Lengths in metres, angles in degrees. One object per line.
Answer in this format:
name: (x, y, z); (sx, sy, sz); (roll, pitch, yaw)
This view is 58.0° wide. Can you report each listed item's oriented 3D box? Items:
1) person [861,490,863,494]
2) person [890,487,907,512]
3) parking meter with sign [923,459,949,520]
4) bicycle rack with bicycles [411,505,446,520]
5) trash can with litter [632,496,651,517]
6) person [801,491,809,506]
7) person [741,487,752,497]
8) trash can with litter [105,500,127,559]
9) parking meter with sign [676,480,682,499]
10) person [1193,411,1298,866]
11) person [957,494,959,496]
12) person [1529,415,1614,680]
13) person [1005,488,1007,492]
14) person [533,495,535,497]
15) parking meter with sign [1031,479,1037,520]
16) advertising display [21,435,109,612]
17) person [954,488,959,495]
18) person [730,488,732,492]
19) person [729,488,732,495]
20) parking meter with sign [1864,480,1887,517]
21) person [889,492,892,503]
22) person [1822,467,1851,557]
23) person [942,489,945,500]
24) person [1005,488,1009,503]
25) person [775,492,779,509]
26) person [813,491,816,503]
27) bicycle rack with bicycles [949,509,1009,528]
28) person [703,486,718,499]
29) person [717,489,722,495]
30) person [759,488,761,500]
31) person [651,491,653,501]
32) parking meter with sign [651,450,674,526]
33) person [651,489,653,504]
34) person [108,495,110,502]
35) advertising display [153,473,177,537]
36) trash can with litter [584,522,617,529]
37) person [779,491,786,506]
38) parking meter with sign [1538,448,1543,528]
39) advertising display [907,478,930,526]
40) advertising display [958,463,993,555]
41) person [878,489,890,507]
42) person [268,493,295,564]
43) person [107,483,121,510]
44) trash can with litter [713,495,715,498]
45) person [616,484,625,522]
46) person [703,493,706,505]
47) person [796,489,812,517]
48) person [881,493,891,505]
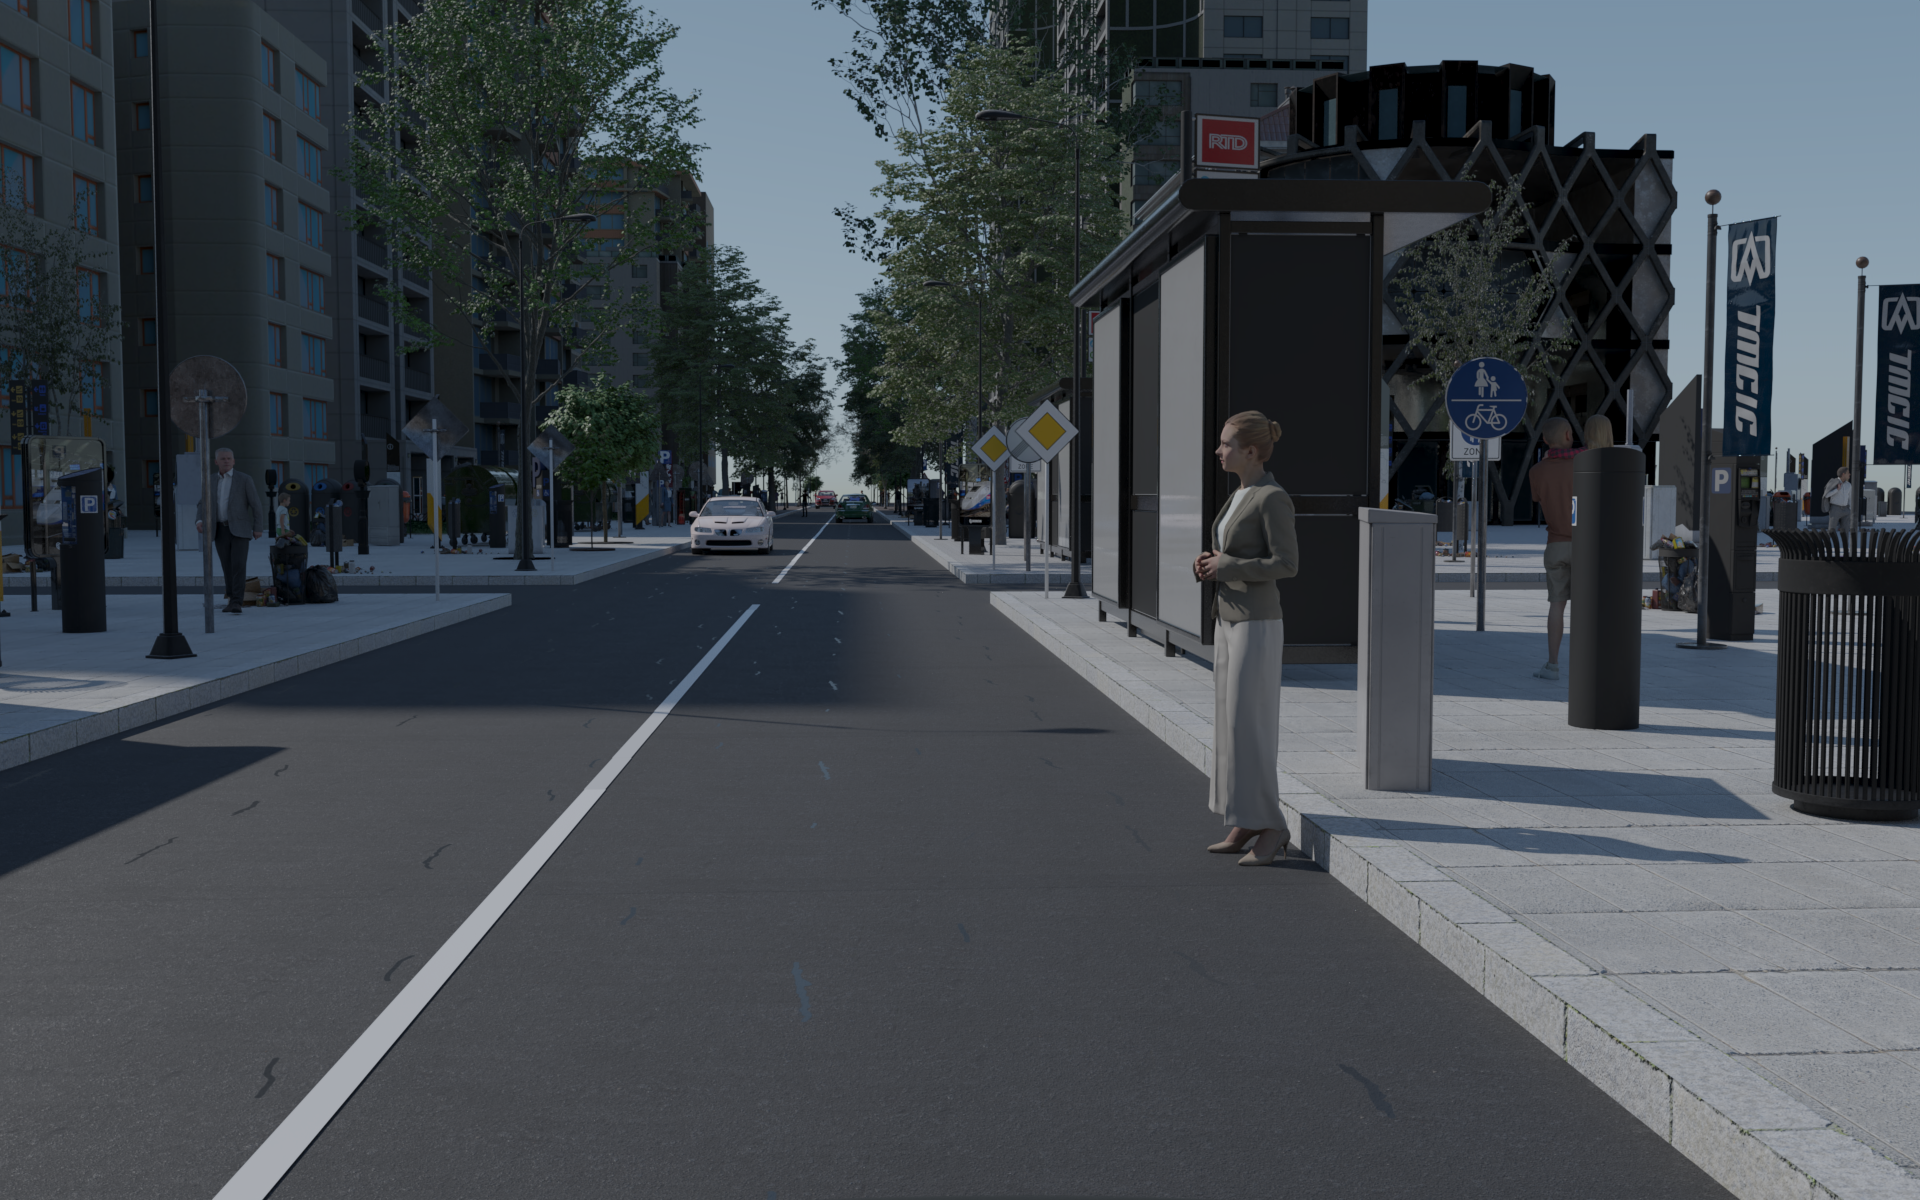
person: (-8.553, -8.538, 148.633); (0.750, 1.759, 0.617); (0, 4, -6)
person: (-4.375, -7.118, 122.438); (1.348, 1.822, 0.705); (-2, 4, -30)
parking meter with sign: (-1.273, -5.504, 86.258); (1.738, 3.016, 0.543); (3, 5, 44)
bicycle rack with bicycles: (-17.474, -2.862, 60.178); (2.925, 0.926, 2.852); (2, 4, 26)
trash can with litter: (-17.215, -5.002, 93.177); (1.055, 1.170, 0.624); (-2, 4, -32)
person: (-17.161, -11.298, 191.567); (0.742, 1.727, 0.445); (-2, 4, -30)
person: (-13.687, -6.495, 112.172); (1.348, 1.831, 0.705); (1, 4, 20)
trash can with litter: (-17.036, -1.397, 34.229); (1.055, 1.170, 0.624); (0, 4, 7)
parking meter with sign: (-14.592, -5.654, 88.709); (1.738, 3.016, 0.543); (-2, 4, -25)
person: (1.106, 0.133, 6.873); (0.362, 1.759, 0.519); (-1, 4, -11)
person: (-0.730, -12.260, 206.473); (1.348, 1.826, 0.705); (1, 4, 8)
person: (4.283, -0.365, 11.989); (0.580, 1.828, 0.573); (-1, 4, -10)
person: (3.846, -8.637, 147.402); (1.348, 1.807, 0.705); (2, 4, 24)
person: (-13.940, -2.988, 55.254); (0.532, 1.782, 0.716); (2, 4, 29)
parking meter with sign: (3.695, -5.469, 85.674); (0.543, 3.016, 1.738); (3, 5, 41)
advertising display: (-9.930, -0.859, 19.254); (0.123, 1.923, 0.974); (2, 4, 25)
person: (-0.360, -7.101, 122.148); (1.348, 1.823, 0.705); (2, 4, 29)
person: (-17.435, -7.606, 130.925); (1.217, 1.766, 0.721); (-3, 5, -44)
person: (-17.223, -7.471, 128.730); (0.617, 1.759, 0.750); (2, 4, 29)
parking meter with sign: (51.104, -6.178, 97.269); (1.738, 3.016, 0.543); (0, 4, 8)
person: (-10.155, -14.722, 246.680); (1.348, 1.831, 0.705); (1, 4, 21)
person: (17.862, -1.782, 35.280); (0.679, 1.850, 0.850); (-1, 4, -15)
person: (-1.278, -6.100, 106.231); (0.568, 1.767, 0.683); (2, 4, 28)
person: (3.992, -8.454, 144.818); (0.990, 1.755, 0.434); (1, 4, 11)
person: (-15.375, -8.429, 144.784); (0.541, 1.710, 0.530); (-1, 4, -19)
person: (-21.493, -15.276, 256.333); (0.721, 1.766, 1.217); (1, 4, 12)
bicycle rack with bicycles: (0.821, -3.151, 64.898); (2.852, 0.926, 2.925); (-2, 4, -25)
person: (-15.687, -6.355, 110.032); (1.350, 1.814, 0.705); (1, 4, 10)
person: (-11.678, -4.846, 85.288); (0.660, 1.820, 0.620); (0, 4, -4)
person: (-15.510, -7.808, 134.151); (0.568, 1.767, 0.683); (-2, 4, -34)
person: (-17.623, -5.753, 100.446); (0.623, 1.781, 0.721); (0, 4, -5)
parking meter with sign: (-12.074, -4.491, 69.687); (0.543, 3.016, 1.738); (-2, 4, -23)
person: (-25.808, -8.465, 145.387); (0.436, 1.711, 0.756); (2, 4, 24)
person: (-18.144, -1.602, 36.514); (0.394, 1.301, 0.425); (1, 4, 12)
advertising display: (-23.650, -2.858, 51.935); (0.974, 1.923, 0.123); (0, 4, -7)
trash can with litter: (-13.806, -3.277, 64.640); (1.678, 1.210, 2.233); (-2, 4, -23)
person: (-19.663, -11.278, 191.155); (1.217, 1.735, 0.721); (1, 4, 10)
parking meter with sign: (22.856, -4.247, 65.705); (1.738, 3.016, 0.543); (1, 4, 10)
advertising display: (-1.678, -3.964, 70.022); (0.974, 1.923, 0.123); (1, 4, 16)
advertising display: (0.352, -1.916, 36.545); (0.974, 1.923, 0.123); (3, 5, 45)
person: (-7.580, -10.156, 172.606); (1.217, 1.766, 0.721); (0, 4, 4)
person: (-11.960, -1.238, 30.528); (0.306, 1.304, 0.590); (2, 4, 34)
person: (-22.997, -2.490, 46.773); (0.581, 1.822, 0.654); (-3, 5, -41)
trash can with litter: (-12.573, -4.879, 90.832); (2.233, 1.210, 1.678); (0, 4, -8)
person: (-15.739, -4.535, 80.381); (0.526, 1.800, 0.537); (0, 4, 1)
person: (-19.449, -7.574, 130.673); (1.217, 1.735, 0.721); (3, 4, 36)
person: (-9.722, -6.035, 108.000); (1.217, 1.723, 0.721); (-3, 4, -37)
person: (-8.789, -12.153, 204.747); (1.348, 1.824, 0.705); (-2, 4, -34)
